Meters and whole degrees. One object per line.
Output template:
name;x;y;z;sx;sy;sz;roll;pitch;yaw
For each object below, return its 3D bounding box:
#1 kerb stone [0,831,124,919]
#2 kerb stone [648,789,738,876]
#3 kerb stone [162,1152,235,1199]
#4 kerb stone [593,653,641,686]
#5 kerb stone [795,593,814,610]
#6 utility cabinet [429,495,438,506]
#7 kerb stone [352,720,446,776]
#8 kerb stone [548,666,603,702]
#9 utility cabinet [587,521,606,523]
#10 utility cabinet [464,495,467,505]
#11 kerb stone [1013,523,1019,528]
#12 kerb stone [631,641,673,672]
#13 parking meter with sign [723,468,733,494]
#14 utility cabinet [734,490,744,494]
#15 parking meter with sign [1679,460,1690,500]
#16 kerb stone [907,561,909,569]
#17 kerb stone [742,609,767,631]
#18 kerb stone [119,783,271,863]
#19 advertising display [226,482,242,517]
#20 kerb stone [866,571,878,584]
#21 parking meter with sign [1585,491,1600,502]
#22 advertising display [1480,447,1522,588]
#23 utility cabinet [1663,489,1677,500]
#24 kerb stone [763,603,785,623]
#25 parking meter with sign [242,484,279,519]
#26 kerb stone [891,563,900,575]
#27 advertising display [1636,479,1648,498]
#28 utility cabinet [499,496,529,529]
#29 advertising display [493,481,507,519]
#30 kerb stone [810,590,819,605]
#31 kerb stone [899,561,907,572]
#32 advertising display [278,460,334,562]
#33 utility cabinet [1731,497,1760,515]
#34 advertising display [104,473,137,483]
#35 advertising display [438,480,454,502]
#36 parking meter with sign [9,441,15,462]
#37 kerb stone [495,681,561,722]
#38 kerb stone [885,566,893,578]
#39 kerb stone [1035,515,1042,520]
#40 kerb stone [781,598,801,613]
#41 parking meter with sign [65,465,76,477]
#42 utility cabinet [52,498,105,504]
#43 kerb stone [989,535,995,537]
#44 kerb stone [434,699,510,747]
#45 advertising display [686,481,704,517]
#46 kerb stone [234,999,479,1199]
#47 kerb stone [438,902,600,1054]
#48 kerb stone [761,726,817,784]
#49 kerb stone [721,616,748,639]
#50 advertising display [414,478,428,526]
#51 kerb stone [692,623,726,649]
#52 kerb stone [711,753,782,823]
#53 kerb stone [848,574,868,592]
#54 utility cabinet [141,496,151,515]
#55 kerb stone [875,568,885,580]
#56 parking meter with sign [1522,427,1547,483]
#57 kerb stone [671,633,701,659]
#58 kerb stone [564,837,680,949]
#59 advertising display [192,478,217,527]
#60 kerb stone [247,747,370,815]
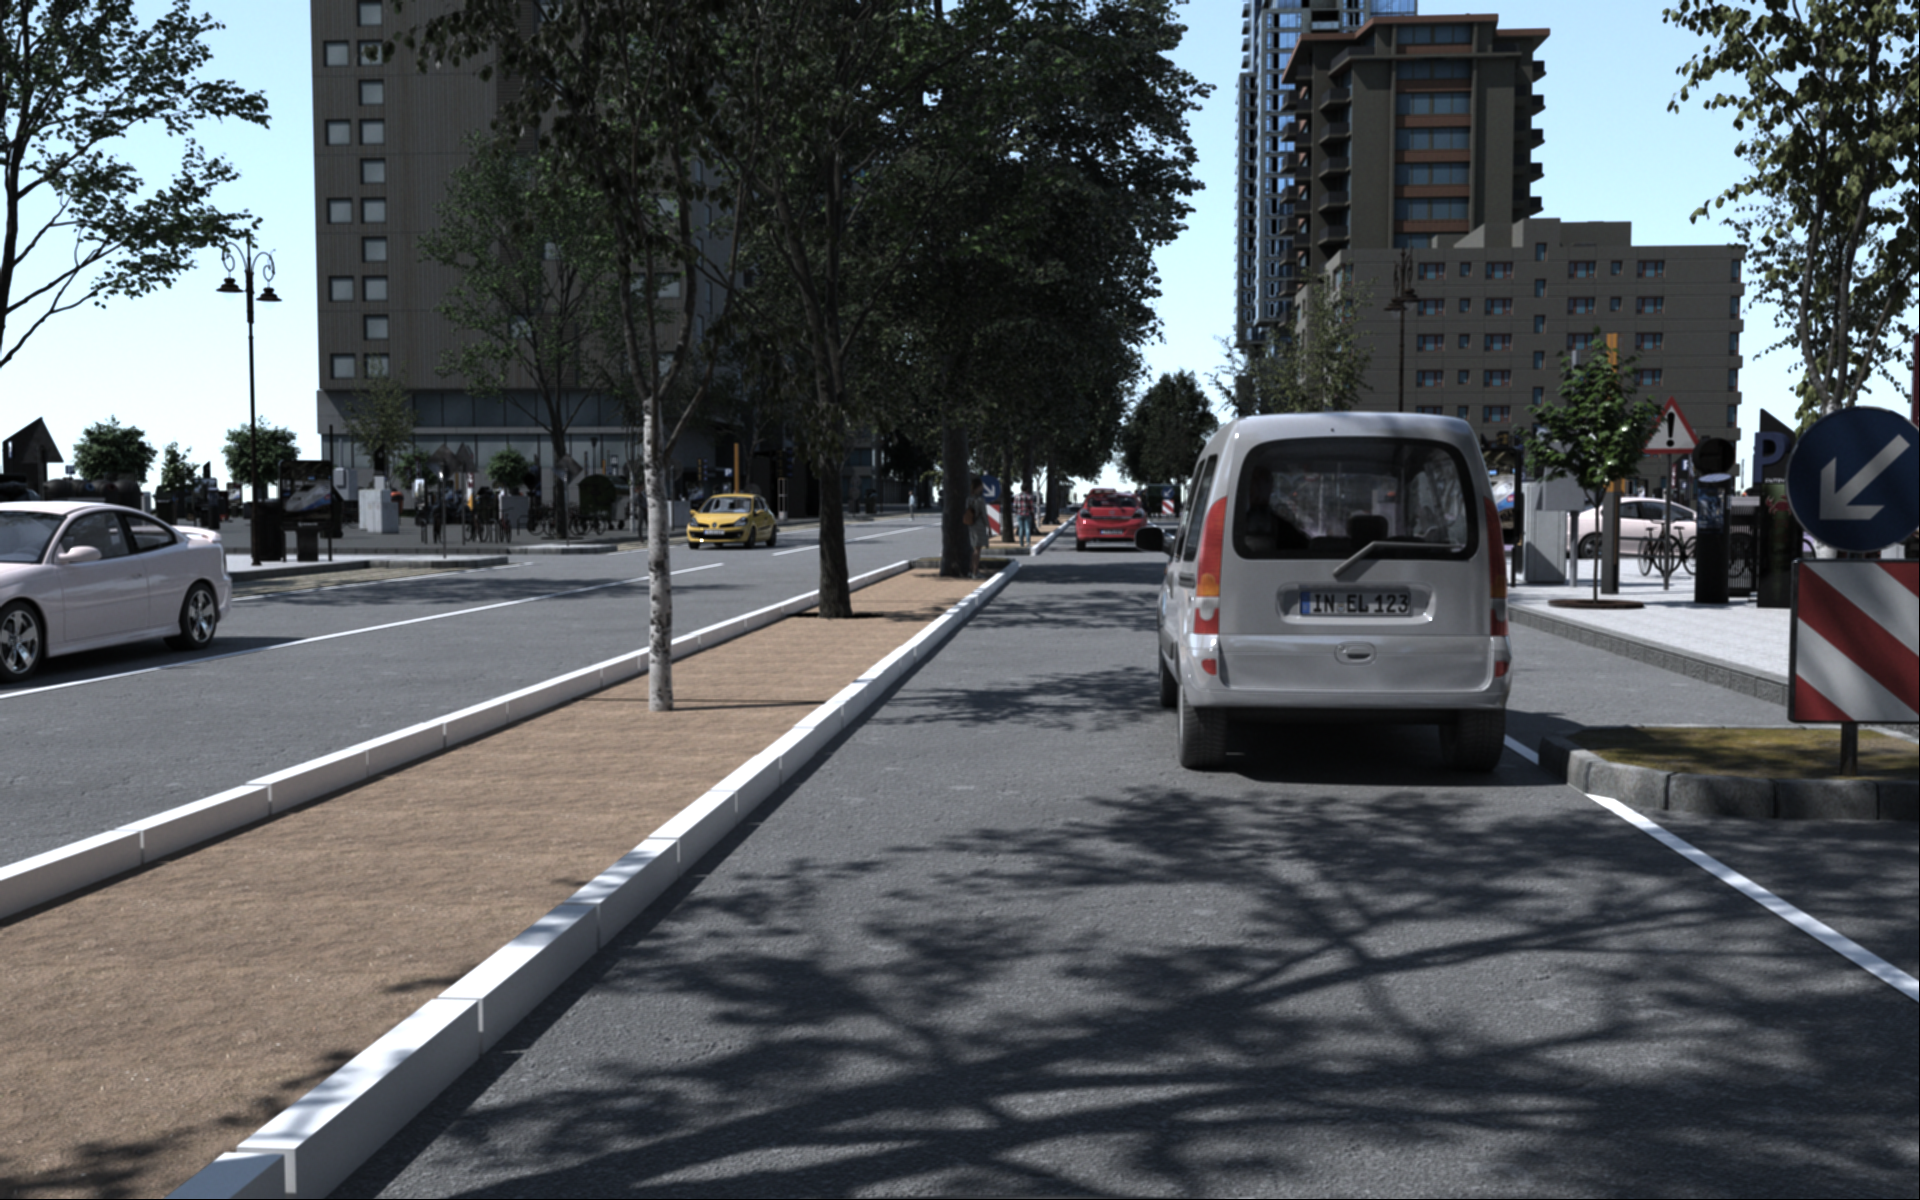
kerb stone;-3.243;0.992;6.150;0.120;0.150;1.000;0;4;5
kerb stone;-1.068;0.931;6.976;0.120;0.150;1.000;0;4;5
kerb stone;-1.413;1.182;2.876;0.120;0.150;1.000;0;4;5
kerb stone;-2.660;0.545;13.286;0.120;0.150;1.000;0;4;5
kerb stone;-1.989;0.044;21.482;0.120;0.150;1.000;0;4;5
utility cabinet;-26.128;-4.627;86.816;1.020;1.237;0.306;-2;4;-33
kerb stone;-2.995;0.794;9.208;0.120;0.150;1.000;0;4;5
kerb stone;-2.747;0.607;12.268;0.120;0.150;1.000;0;4;5
utility cabinet;-16.287;-4.043;77.273;1.020;1.237;0.306;2;4;30
utility cabinet;-32.461;-6.313;114.372;0.306;1.237;1.020;1;4;10
kerb stone;2.510;-3.291;76.158;0.120;0.150;1.000;0;4;5
kerb stone;-2.575;0.482;14.319;0.120;0.150;1.000;0;4;5
parking meter with sign;-15.701;-7.349;116.420;0.543;3.016;1.738;0;4;2
utility cabinet;-12.692;-5.644;100.951;0.318;1.500;1.173;2;4;34
parking meter with sign;36.873;-5.616;88.090;0.543;3.016;1.738;1;4;16
kerb stone;-1.057;-0.643;32.714;0.120;0.150;1.000;0;4;5
kerb stone;-2.231;0.231;18.412;0.120;0.150;1.000;0;4;5
kerb stone;-3.160;0.929;7.168;0.120;0.150;1.000;0;4;5
advertising display;-39.876;-5.504;95.200;0.974;1.923;0.123;1;4;20
kerb stone;-1.480;-0.332;27.616;0.120;0.150;1.000;0;4;5
parking meter with sign;27.174;-4.790;74.574;0.543;3.016;1.738;-2;4;-35
advertising display;7.350;-1.154;24.086;0.123;1.923;0.974;-3;4;-37
utility cabinet;29.541;-3.866;71.895;1.173;1.500;0.318;-3;4;-38
kerb stone;-2.149;0.171;19.437;0.120;0.150;1.000;0;4;5
parking meter with sign;-36.040;-5.686;89.233;1.738;3.016;0.543;-2;4;-26
kerb stone;-1.228;-0.516;30.676;0.120;0.150;1.000;0;4;5
advertising display;28.827;-4.159;73.208;0.123;1.923;0.974;0;4;1
utility cabinet;-16.440;-3.223;63.851;1.020;1.237;0.306;-2;4;-31
advertising display;-23.637;-5.122;88.961;0.974;1.923;0.123;3;4;37
kerb stone;-1.898;-0.019;22.500;0.120;0.150;1.000;0;4;5
kerb stone;-1.141;-0.580;31.695;0.120;0.150;1.000;0;4;5
advertising display;-12.390;-1.690;32.845;0.974;1.923;0.123;-3;4;-37
utility cabinet;19.131;-1.917;42.510;1.020;1.237;0.306;3;4;38
advertising display;-25.444;-2.894;52.530;0.123;1.923;0.974;2;4;34
advertising display;-23.598;-4.545;79.528;0.123;1.923;0.974;1;4;22
parking meter with sign;-32.060;-3.711;56.937;1.738;3.016;0.543;-3;4;-38
kerb stone;-2.824;0.670;11.248;0.120;0.150;1.000;0;4;5
kerb stone;-1.312;-0.456;29.657;0.120;0.150;1.000;0;4;5
kerb stone;4.617;-4.858;101.706;0.120;0.150;1.000;0;4;5
kerb stone;-2.060;0.106;20.455;0.120;0.150;1.000;0;4;5
parking meter with sign;-54.317;-6.662;105.179;1.738;3.016;0.543;3;5;42
utility cabinet;-14.979;-1.119;29.464;0.306;1.237;1.020;0;4;7
kerb stone;1.168;-2.295;59.808;0.120;0.150;1.000;0;4;5
kerb stone;-2.904;0.732;10.226;0.120;0.150;1.000;0;4;5
advertising display;-13.452;-5.063;87.998;0.974;1.923;0.123;-3;4;-37
kerb stone;-1.322;1.119;3.900;0.120;0.150;1.000;0;4;5
kerb stone;-1.237;1.060;4.926;0.120;0.150;1.000;0;4;5
kerb stone;-0.898;0.810;9.022;0.120;0.150;1.000;0;4;5
kerb stone;-2.320;0.295;17.387;0.120;0.150;1.000;0;4;5
advertising display;-21.369;-3.882;68.680;0.123;1.923;0.974;-3;5;-41
kerb stone;-2.399;0.357;16.362;0.120;0.150;1.000;0;4;5
kerb stone;-0.985;0.868;8.003;0.120;0.150;1.000;0;4;5
kerb stone;-1.573;-0.269;26.598;0.120;0.150;1.000;0;4;5
utility cabinet;-31.670;-3.398;66.727;1.020;1.237;0.306;1;4;20
kerb stone;-1.398;-0.394;28.639;0.120;0.150;1.000;0;4;5
parking meter with sign;14.570;-3.030;45.798;0.543;3.016;1.738;-3;5;-42
kerb stone;-2.490;0.428;15.340;0.120;0.150;1.000;0;4;5
kerb stone;-1.151;0.997;5.950;0.120;0.150;1.000;0;4;5
advertising display;-29.579;-3.831;67.853;0.123;1.923;0.974;3;4;39
kerb stone;-3.073;0.857;8.186;0.120;0.150;1.000;0;4;5
